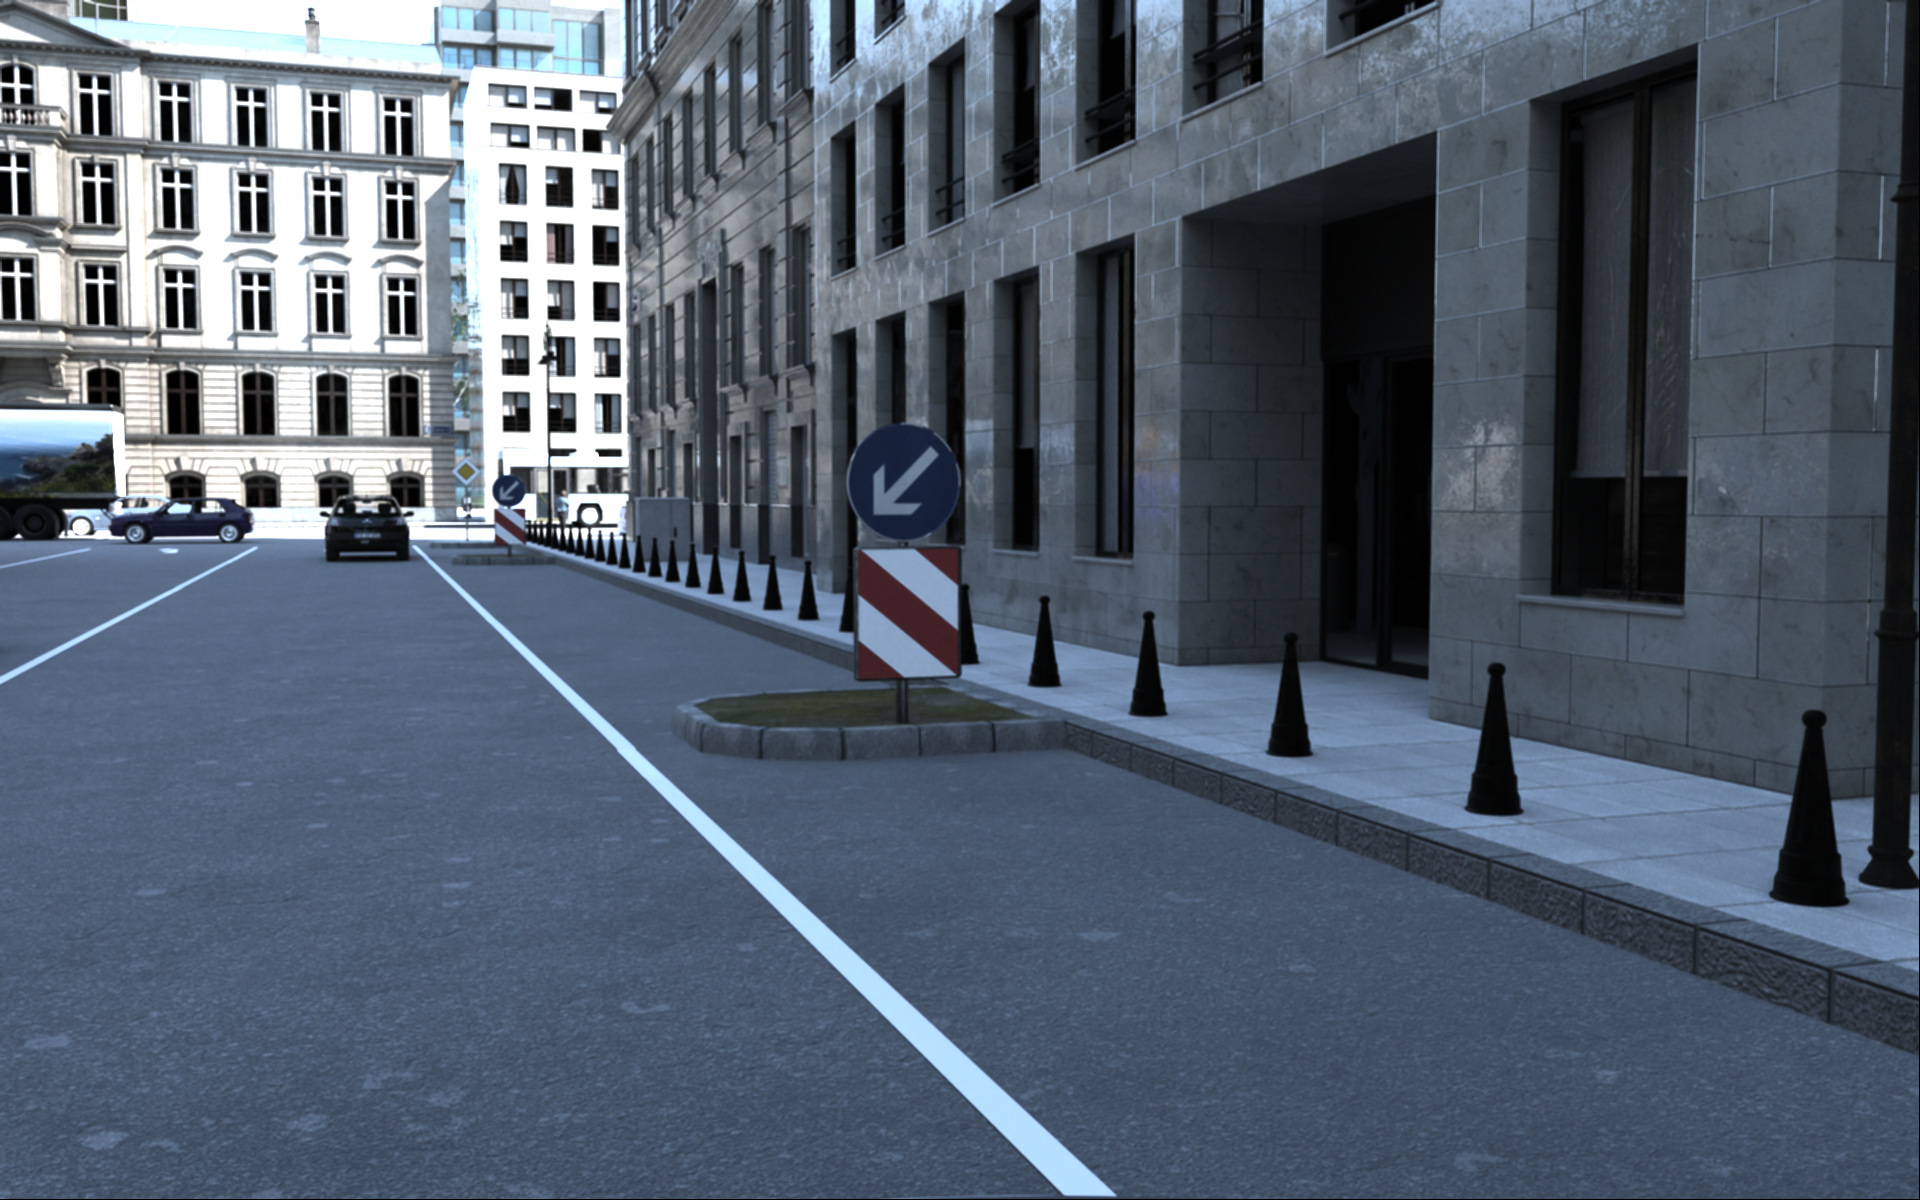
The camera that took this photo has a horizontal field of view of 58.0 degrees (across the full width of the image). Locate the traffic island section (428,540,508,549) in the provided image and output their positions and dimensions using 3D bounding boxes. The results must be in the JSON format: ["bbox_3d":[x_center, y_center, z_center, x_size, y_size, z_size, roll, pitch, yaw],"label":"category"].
[{"bbox_3d":[-13.328,-1.508,46.934,2.009,0.180,2.903,-1,4,-19],"label":"traffic island section"}]

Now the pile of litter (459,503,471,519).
[{"bbox_3d":[-25.447,-4.702,90.849,1.719,0.858,1.176,2,4,33],"label":"pile of litter"}]

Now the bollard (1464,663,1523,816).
[{"bbox_3d":[2.162,0.553,6.997,0.229,0.601,0.229,0,3,0],"label":"bollard"}]

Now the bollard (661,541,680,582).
[{"bbox_3d":[-4.212,-0.571,25.378,0.229,0.601,0.229,0,3,0],"label":"bollard"}]

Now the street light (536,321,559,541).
[{"bbox_3d":[-11.022,-4.504,46.422,0.468,5.910,1.993,-1,4,-19],"label":"street light"}]

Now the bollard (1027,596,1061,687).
[{"bbox_3d":[0.566,0.272,11.596,0.229,0.601,0.229,0,3,0],"label":"bollard"}]

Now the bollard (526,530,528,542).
[{"bbox_3d":[-11.620,-1.879,46.762,0.229,0.601,0.229,0,3,0],"label":"bollard"}]

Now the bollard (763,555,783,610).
[{"bbox_3d":[-2.080,-0.195,19.231,0.229,0.601,0.229,0,3,0],"label":"bollard"}]

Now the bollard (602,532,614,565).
[{"bbox_3d":[-6.328,-0.945,31.493,0.229,0.601,0.229,0,3,0],"label":"bollard"}]

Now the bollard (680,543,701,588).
[{"bbox_3d":[-3.679,-0.477,23.848,0.229,0.601,0.229,0,3,0],"label":"bollard"}]

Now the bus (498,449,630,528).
[{"bbox_3d":[-12.922,-4.868,74.446,13.247,3.499,2.948,-1,4,-20],"label":"bus"}]

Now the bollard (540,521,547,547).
[{"bbox_3d":[-10.037,-1.599,42.178,0.229,0.601,0.229,0,3,0],"label":"bollard"}]

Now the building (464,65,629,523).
[{"bbox_3d":[-14.667,-13.983,83.370,16.860,20.320,10.420,-1,4,-19],"label":"building"}]

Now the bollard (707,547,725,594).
[{"bbox_3d":[-3.149,-0.383,22.307,0.229,0.601,0.229,0,3,0],"label":"bollard"}]

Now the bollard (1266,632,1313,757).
[{"bbox_3d":[1.626,0.459,8.534,0.229,0.601,0.229,0,3,0],"label":"bollard"}]

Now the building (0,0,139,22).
[{"bbox_3d":[-116.390,-47.879,221.080,20.611,71.187,20.563,-1,4,-19],"label":"building"}]

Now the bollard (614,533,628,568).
[{"bbox_3d":[-5.803,-0.852,29.966,0.229,0.601,0.229,0,3,0],"label":"bollard"}]

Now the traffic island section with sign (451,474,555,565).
[{"bbox_3d":[-9.481,-1.661,35.792,1.989,1.847,2.006,-1,4,-19],"label":"traffic island section with sign"}]

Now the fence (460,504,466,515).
[{"bbox_3d":[-31.184,-5.726,108.987,0.278,0.683,2.069,-1,4,-10],"label":"fence"}]

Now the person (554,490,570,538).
[{"bbox_3d":[-12.823,-2.759,55.828,0.429,1.552,0.499,-3,4,-36],"label":"person"}]

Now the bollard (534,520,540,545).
[{"bbox_3d":[-10.564,-1.692,43.710,0.229,0.601,0.229,0,3,0],"label":"bollard"}]

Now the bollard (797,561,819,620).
[{"bbox_3d":[-1.552,-0.102,17.705,0.229,0.601,0.229,0,3,0],"label":"bollard"}]

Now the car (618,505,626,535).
[{"bbox_3d":[-7.733,-2.396,51.536,4.827,1.381,2.083,-1,4,-19],"label":"car"}]

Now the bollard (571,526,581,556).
[{"bbox_3d":[-7.917,-1.225,36.070,0.229,0.601,0.229,0,3,0],"label":"bollard"}]

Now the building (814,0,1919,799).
[{"bbox_3d":[5.748,-9.876,16.229,10.420,20.320,16.860,-1,4,-19],"label":"building"}]

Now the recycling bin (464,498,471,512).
[{"bbox_3d":[-34.912,-6.799,123.722,0.722,1.027,0.722,2,4,24],"label":"recycling bin"}]

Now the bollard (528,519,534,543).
[{"bbox_3d":[-11.093,-1.786,45.236,0.229,0.601,0.229,0,3,0],"label":"bollard"}]

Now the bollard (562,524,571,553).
[{"bbox_3d":[-8.449,-1.318,37.595,0.229,0.601,0.229,0,3,0],"label":"bollard"}]

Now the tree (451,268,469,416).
[{"bbox_3d":[-41.866,-17.477,141.632,12.611,20.169,13.585,0,3,0],"label":"tree"}]

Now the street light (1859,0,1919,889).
[{"bbox_3d":[3.064,-2.003,5.530,0.468,5.910,1.993,-1,4,-19],"label":"street light"}]

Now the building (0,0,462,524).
[{"bbox_3d":[-40.084,-15.702,75.819,34.723,24.649,14.460,-1,4,-19],"label":"building"}]

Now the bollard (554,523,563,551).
[{"bbox_3d":[-8.972,-1.412,39.122,0.229,0.601,0.229,0,3,0],"label":"bollard"}]

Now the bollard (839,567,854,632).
[{"bbox_3d":[-1.022,-0.008,16.173,0.229,0.601,0.229,0,3,0],"label":"bollard"}]

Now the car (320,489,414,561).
[{"bbox_3d":[-13.136,-1.749,38.384,2.009,1.686,4.222,-1,4,-19],"label":"car"}]

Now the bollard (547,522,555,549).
[{"bbox_3d":[-9.504,-1.505,40.647,0.229,0.601,0.229,0,3,0],"label":"bollard"}]

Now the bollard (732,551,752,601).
[{"bbox_3d":[-2.617,-0.290,20.777,0.229,0.601,0.229,0,3,0],"label":"bollard"}]

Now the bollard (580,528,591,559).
[{"bbox_3d":[-7.387,-1.132,34.545,0.229,0.601,0.229,0,3,0],"label":"bollard"}]

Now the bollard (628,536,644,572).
[{"bbox_3d":[-5.271,-0.758,28.439,0.229,0.601,0.229,0,3,0],"label":"bollard"}]

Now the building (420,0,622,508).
[{"bbox_3d":[-41.981,-33.808,172.373,23.786,49.044,30.456,-1,4,-19],"label":"building"}]

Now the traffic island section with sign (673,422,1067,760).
[{"bbox_3d":[-0.653,-0.103,10.317,1.989,1.847,2.006,-1,4,-19],"label":"traffic island section with sign"}]

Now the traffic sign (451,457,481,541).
[{"bbox_3d":[-13.348,-2.643,46.849,0.795,2.450,0.064,-1,4,-19],"label":"traffic sign"}]

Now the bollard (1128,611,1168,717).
[{"bbox_3d":[1.095,0.365,10.070,0.229,0.601,0.229,0,3,0],"label":"bollard"}]

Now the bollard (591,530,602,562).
[{"bbox_3d":[-6.859,-1.038,33.018,0.229,0.601,0.229,0,3,0],"label":"bollard"}]

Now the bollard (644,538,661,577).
[{"bbox_3d":[-4.739,-0.664,26.905,0.229,0.601,0.229,0,3,0],"label":"bollard"}]

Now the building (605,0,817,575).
[{"bbox_3d":[0.190,-14.649,36.769,12.463,27.353,25.104,-1,4,-19],"label":"building"}]

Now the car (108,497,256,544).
[{"bbox_3d":[-22.788,-2.340,50.843,3.894,1.354,1.945,-1,4,-18],"label":"car"}]

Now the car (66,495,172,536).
[{"bbox_3d":[-29.070,-2.985,60.805,4.499,1.417,2.014,-1,4,-18],"label":"car"}]

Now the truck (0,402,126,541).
[{"bbox_3d":[-32.026,-3.938,53.306,11.283,4.237,2.839,-1,4,-19],"label":"truck"}]

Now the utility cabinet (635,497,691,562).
[{"bbox_3d":[-5.642,-1.331,32.921,1.020,1.237,0.306,-2,4,-29],"label":"utility cabinet"}]

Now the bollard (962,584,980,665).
[{"bbox_3d":[0.036,0.179,13.121,0.229,0.601,0.229,0,3,0],"label":"bollard"}]

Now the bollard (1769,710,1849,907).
[{"bbox_3d":[2.690,0.646,5.471,0.229,0.601,0.229,0,3,0],"label":"bollard"}]
